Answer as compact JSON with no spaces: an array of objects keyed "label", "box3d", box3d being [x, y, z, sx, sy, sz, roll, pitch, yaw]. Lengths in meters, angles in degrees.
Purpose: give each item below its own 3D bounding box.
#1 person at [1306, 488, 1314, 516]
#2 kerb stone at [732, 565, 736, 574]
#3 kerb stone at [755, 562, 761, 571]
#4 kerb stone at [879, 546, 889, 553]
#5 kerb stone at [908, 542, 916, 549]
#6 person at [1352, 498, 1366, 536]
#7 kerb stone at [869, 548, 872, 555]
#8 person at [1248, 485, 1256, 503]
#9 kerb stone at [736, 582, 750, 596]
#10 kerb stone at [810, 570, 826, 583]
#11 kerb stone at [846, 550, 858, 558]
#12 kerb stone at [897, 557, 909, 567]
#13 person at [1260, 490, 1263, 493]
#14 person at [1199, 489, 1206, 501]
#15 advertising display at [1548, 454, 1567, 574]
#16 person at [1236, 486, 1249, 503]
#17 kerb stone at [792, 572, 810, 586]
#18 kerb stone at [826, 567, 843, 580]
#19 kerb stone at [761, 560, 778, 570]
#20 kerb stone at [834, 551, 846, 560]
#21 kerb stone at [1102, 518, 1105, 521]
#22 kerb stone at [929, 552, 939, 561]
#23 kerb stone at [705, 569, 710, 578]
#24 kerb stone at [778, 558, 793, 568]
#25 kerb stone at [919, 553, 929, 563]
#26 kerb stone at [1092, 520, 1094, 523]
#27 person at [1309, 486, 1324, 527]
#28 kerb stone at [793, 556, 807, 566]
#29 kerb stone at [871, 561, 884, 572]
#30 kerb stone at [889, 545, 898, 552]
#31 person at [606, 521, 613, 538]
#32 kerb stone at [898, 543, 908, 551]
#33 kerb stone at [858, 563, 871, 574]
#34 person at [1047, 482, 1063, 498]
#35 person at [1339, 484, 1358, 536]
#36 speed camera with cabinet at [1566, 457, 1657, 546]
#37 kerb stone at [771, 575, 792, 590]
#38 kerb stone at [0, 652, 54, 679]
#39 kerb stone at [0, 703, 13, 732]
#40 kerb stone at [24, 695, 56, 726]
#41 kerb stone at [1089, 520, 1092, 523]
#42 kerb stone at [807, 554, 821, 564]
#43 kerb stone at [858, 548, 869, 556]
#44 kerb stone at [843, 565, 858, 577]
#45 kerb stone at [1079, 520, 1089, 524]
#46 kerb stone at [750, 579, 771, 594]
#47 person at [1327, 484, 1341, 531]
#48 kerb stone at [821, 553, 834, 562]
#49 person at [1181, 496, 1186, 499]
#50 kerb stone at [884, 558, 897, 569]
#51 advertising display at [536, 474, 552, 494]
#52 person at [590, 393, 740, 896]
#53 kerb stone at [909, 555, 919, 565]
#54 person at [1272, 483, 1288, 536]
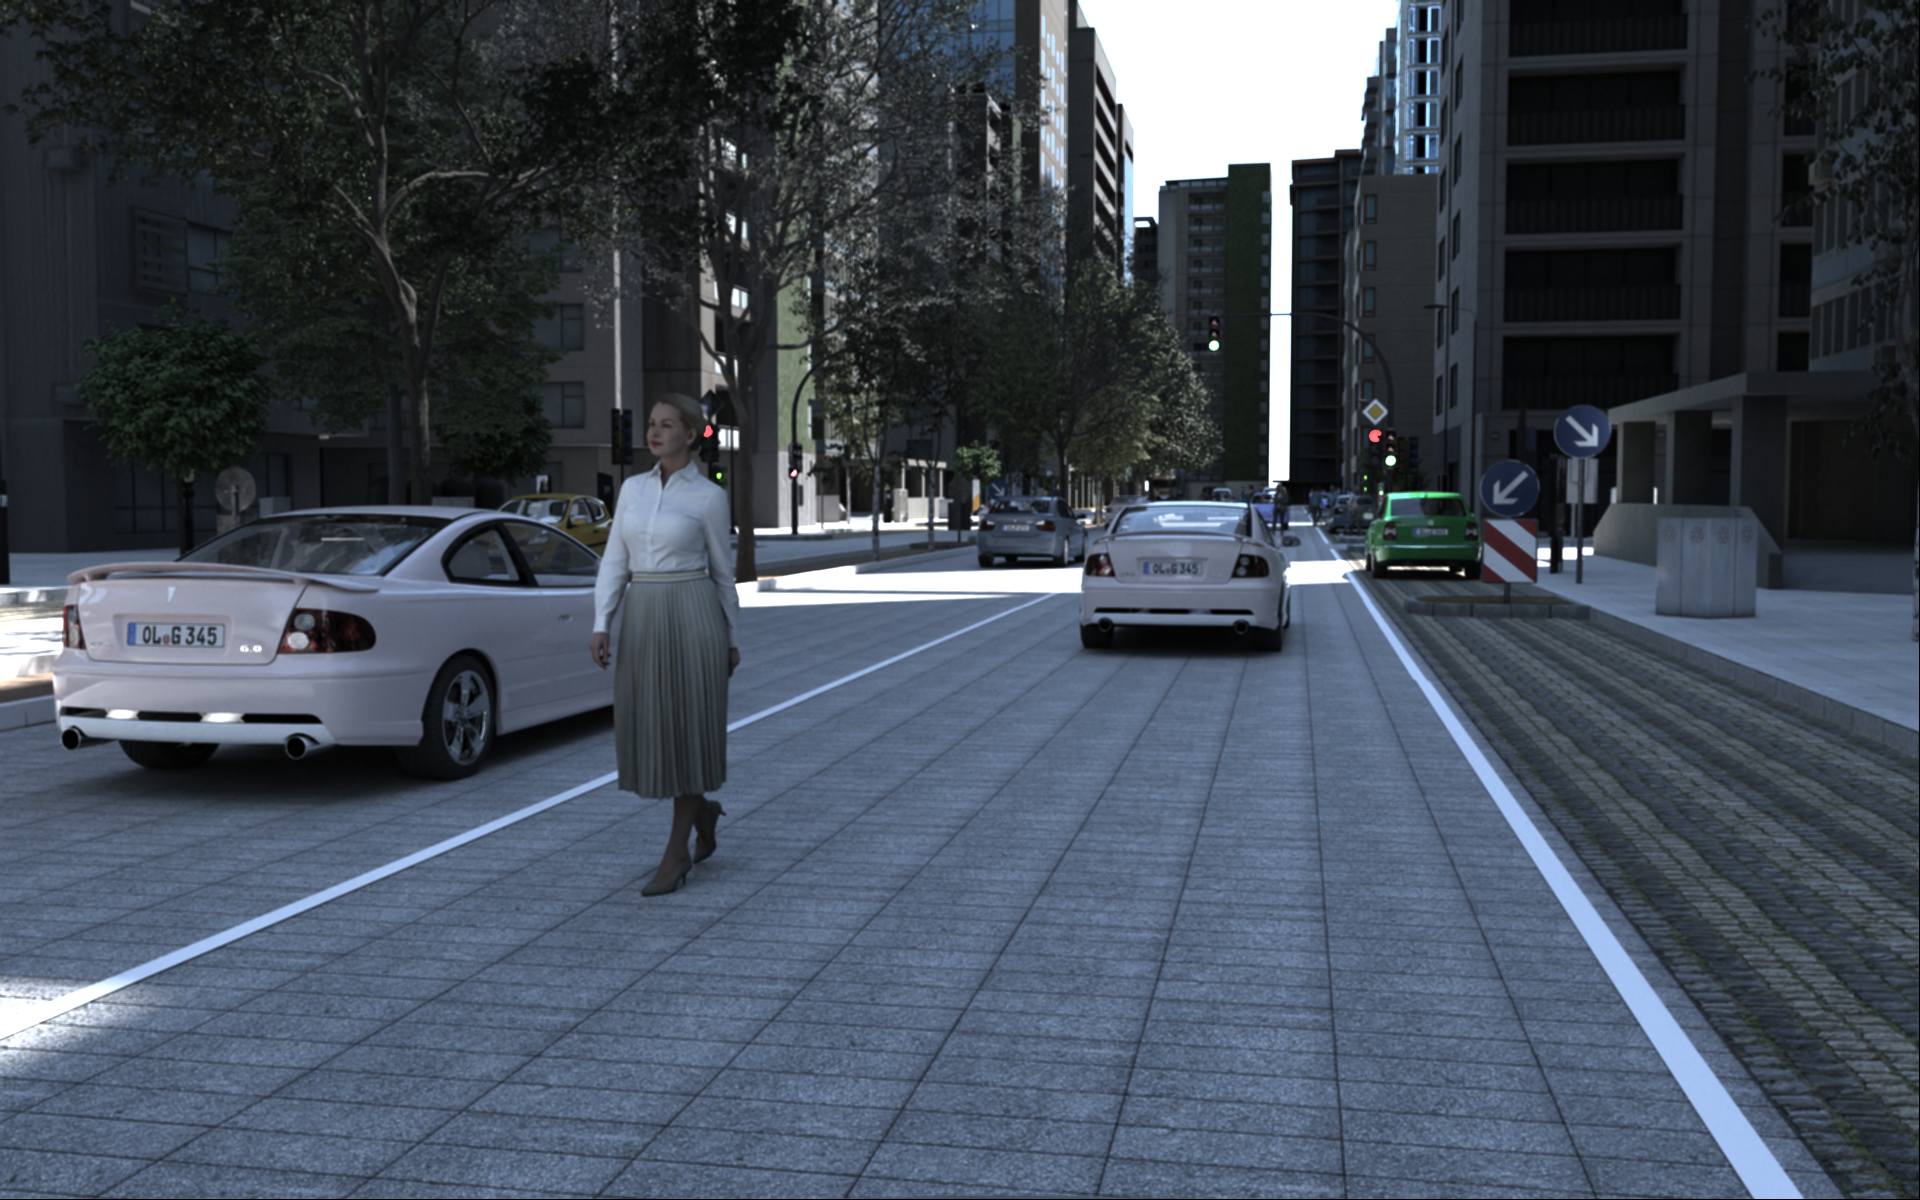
[{"label":"person","box3d":[22.946,-6.392,113.234,0.478,1.798,0.641,-3,5,-40]},{"label":"kerb stone","box3d":[-4.086,-0.518,30.697,0.120,0.150,1.000,1,4,11]},{"label":"kerb stone","box3d":[-3.893,-0.578,31.706,0.120,0.150,1.000,1,4,11]},{"label":"kerb stone","box3d":[-1.947,-1.197,41.760,0.120,0.150,1.000,1,4,11]},{"label":"kerb stone","box3d":[-1.364,-1.381,44.777,0.120,0.150,1.000,1,4,11]},{"label":"person","box3d":[12.257,-2.476,53.247,0.475,1.303,0.640,-2,4,-25]},{"label":"kerb stone","box3d":[-2.137,-1.133,40.756,0.120,0.150,1.000,1,4,11]},{"label":"person","box3d":[12.987,-4.182,76.839,0.822,1.834,0.622,2,4,29]},{"label":"kerb stone","box3d":[-3.188,-0.127,24.268,0.120,0.150,1.000,1,4,11]},{"label":"kerb stone","box3d":[-2.421,-0.373,28.288,0.120,0.150,1.000,1,4,11]},{"label":"kerb stone","box3d":[-2.530,-1.009,38.750,0.120,0.150,1.000,1,4,11]},{"label":"kerb stone","box3d":[-1.236,-0.742,34.320,0.120,0.150,1.000,1,4,11]},{"label":"person","box3d":[19.859,-6.405,114.052,0.563,1.720,0.643,2,4,32]},{"label":"person","box3d":[20.010,-8.171,142.113,0.705,1.823,1.348,-2,4,-32]},{"label":"advertising display","box3d":[9.721,-1.405,28.182,0.123,1.923,0.974,2,4,28]},{"label":"person","box3d":[12.808,-4.257,78.445,0.601,1.785,0.444,1,4,15]},{"label":"kerb stone","box3d":[-2.599,-0.311,27.281,0.120,0.150,1.000,1,4,11]},{"label":"kerb stone","box3d":[-2.217,-0.430,29.296,0.120,0.150,1.000,1,4,11]},{"label":"kerb stone","box3d":[-3.695,-0.643,32.715,0.120,0.150,1.000,1,4,11]},{"label":"kerb stone","box3d":[-2.727,-0.951,37.747,0.120,0.150,1.000,1,4,11]},{"label":"kerb stone","box3d":[7.862,-4.309,92.643,0.120,0.150,1.000,1,4,11]},{"label":"kerb stone","box3d":[-0.658,-0.926,37.339,0.120,0.150,1.000,1,4,11]},{"label":"kerb stone","box3d":[-4.282,-0.458,29.686,0.120,0.150,1.000,1,4,11]},{"label":"kerb stone","box3d":[-3.504,-0.704,33.719,0.120,0.150,1.000,1,4,11]},{"label":"kerb stone","box3d":[-0.858,-0.865,36.335,0.120,0.150,1.000,1,4,11]},{"label":"kerb stone","box3d":[6.307,-3.815,84.590,0.120,0.150,1.000,1,4,11]},{"label":"person","box3d":[15.560,-4.088,75.677,0.444,1.785,0.601,-3,5,-39]},{"label":"kerb stone","box3d":[-3.308,-0.761,34.731,0.120,0.150,1.000,1,4,11]},{"label":"kerb stone","box3d":[-1.637,-0.619,32.316,0.120,0.150,1.000,1,4,11]},{"label":"kerb stone","box3d":[-1.757,-1.258,42.764,0.120,0.150,1.000,1,4,11]},{"label":"person","box3d":[-2.880,-0.094,15.045,0.382,1.210,0.505,-3,5,-44]},{"label":"kerb stone","box3d":[-1.555,-1.317,43.773,0.120,0.150,1.000,1,4,11]},{"label":"kerb stone","box3d":[-1.829,-0.558,31.312,0.120,0.150,1.000,1,4,11]},{"label":"person","box3d":[3.281,-3.186,60.397,0.655,1.846,0.447,2,4,31]},{"label":"person","box3d":[12.328,-2.796,54.894,0.598,1.740,0.731,1,4,10]},{"label":"speed camera with cabinet","box3d":[15.838,-2.923,42.121,2.038,3.252,0.660,2,4,29]},{"label":"kerb stone","box3d":[-2.795,-0.248,26.276,0.120,0.150,1.000,1,4,11]},{"label":"kerb stone","box3d":[-7.383,0.527,13.571,0.120,0.150,1.000,1,4,11]},{"label":"kerb stone","box3d":[-5.899,0.736,10.163,0.120,0.150,1.000,1,4,11]},{"label":"kerb stone","box3d":[-5.711,0.674,11.173,0.120,0.150,1.000,1,4,11]},{"label":"kerb stone","box3d":[6.121,-3.755,83.583,0.120,0.150,1.000,1,4,11]},{"label":"kerb stone","box3d":[-3.114,-0.828,35.735,0.120,0.150,1.000,1,4,11]},{"label":"kerb stone","box3d":[-2.334,-1.074,39.753,0.120,0.150,1.000,1,4,11]},{"label":"kerb stone","box3d":[-2.012,-0.496,30.304,0.120,0.150,1.000,1,4,11]},{"label":"kerb stone","box3d":[5.925,-3.693,82.569,0.120,0.150,1.000,1,4,11]},{"label":"kerb stone","box3d":[-2.994,-0.188,25.273,0.120,0.150,1.000,1,4,11]},{"label":"person","box3d":[14.324,-3.524,66.135,0.660,1.820,0.620,2,4,30]},{"label":"kerb stone","box3d":[-2.921,-0.890,36.739,0.120,0.150,1.000,1,4,11]},{"label":"person","box3d":[25.728,-11.770,200.881,1.348,1.831,0.705,-3,4,-37]},{"label":"kerb stone","box3d":[-1.434,-0.669,33.318,0.120,0.150,1.000,1,4,11]},{"label":"advertising display","box3d":[-13.309,-3.069,55.398,0.123,1.923,0.974,-3,4,-37]},{"label":"person","box3d":[-1.043,0.141,6.417,0.478,1.798,0.641,2,4,25]},{"label":"kerb stone","box3d":[-1.052,-0.797,35.326,0.120,0.150,1.000,1,4,11]},{"label":"person","box3d":[10.871,-3.068,58.850,0.537,1.800,0.526,2,4,33]}]
